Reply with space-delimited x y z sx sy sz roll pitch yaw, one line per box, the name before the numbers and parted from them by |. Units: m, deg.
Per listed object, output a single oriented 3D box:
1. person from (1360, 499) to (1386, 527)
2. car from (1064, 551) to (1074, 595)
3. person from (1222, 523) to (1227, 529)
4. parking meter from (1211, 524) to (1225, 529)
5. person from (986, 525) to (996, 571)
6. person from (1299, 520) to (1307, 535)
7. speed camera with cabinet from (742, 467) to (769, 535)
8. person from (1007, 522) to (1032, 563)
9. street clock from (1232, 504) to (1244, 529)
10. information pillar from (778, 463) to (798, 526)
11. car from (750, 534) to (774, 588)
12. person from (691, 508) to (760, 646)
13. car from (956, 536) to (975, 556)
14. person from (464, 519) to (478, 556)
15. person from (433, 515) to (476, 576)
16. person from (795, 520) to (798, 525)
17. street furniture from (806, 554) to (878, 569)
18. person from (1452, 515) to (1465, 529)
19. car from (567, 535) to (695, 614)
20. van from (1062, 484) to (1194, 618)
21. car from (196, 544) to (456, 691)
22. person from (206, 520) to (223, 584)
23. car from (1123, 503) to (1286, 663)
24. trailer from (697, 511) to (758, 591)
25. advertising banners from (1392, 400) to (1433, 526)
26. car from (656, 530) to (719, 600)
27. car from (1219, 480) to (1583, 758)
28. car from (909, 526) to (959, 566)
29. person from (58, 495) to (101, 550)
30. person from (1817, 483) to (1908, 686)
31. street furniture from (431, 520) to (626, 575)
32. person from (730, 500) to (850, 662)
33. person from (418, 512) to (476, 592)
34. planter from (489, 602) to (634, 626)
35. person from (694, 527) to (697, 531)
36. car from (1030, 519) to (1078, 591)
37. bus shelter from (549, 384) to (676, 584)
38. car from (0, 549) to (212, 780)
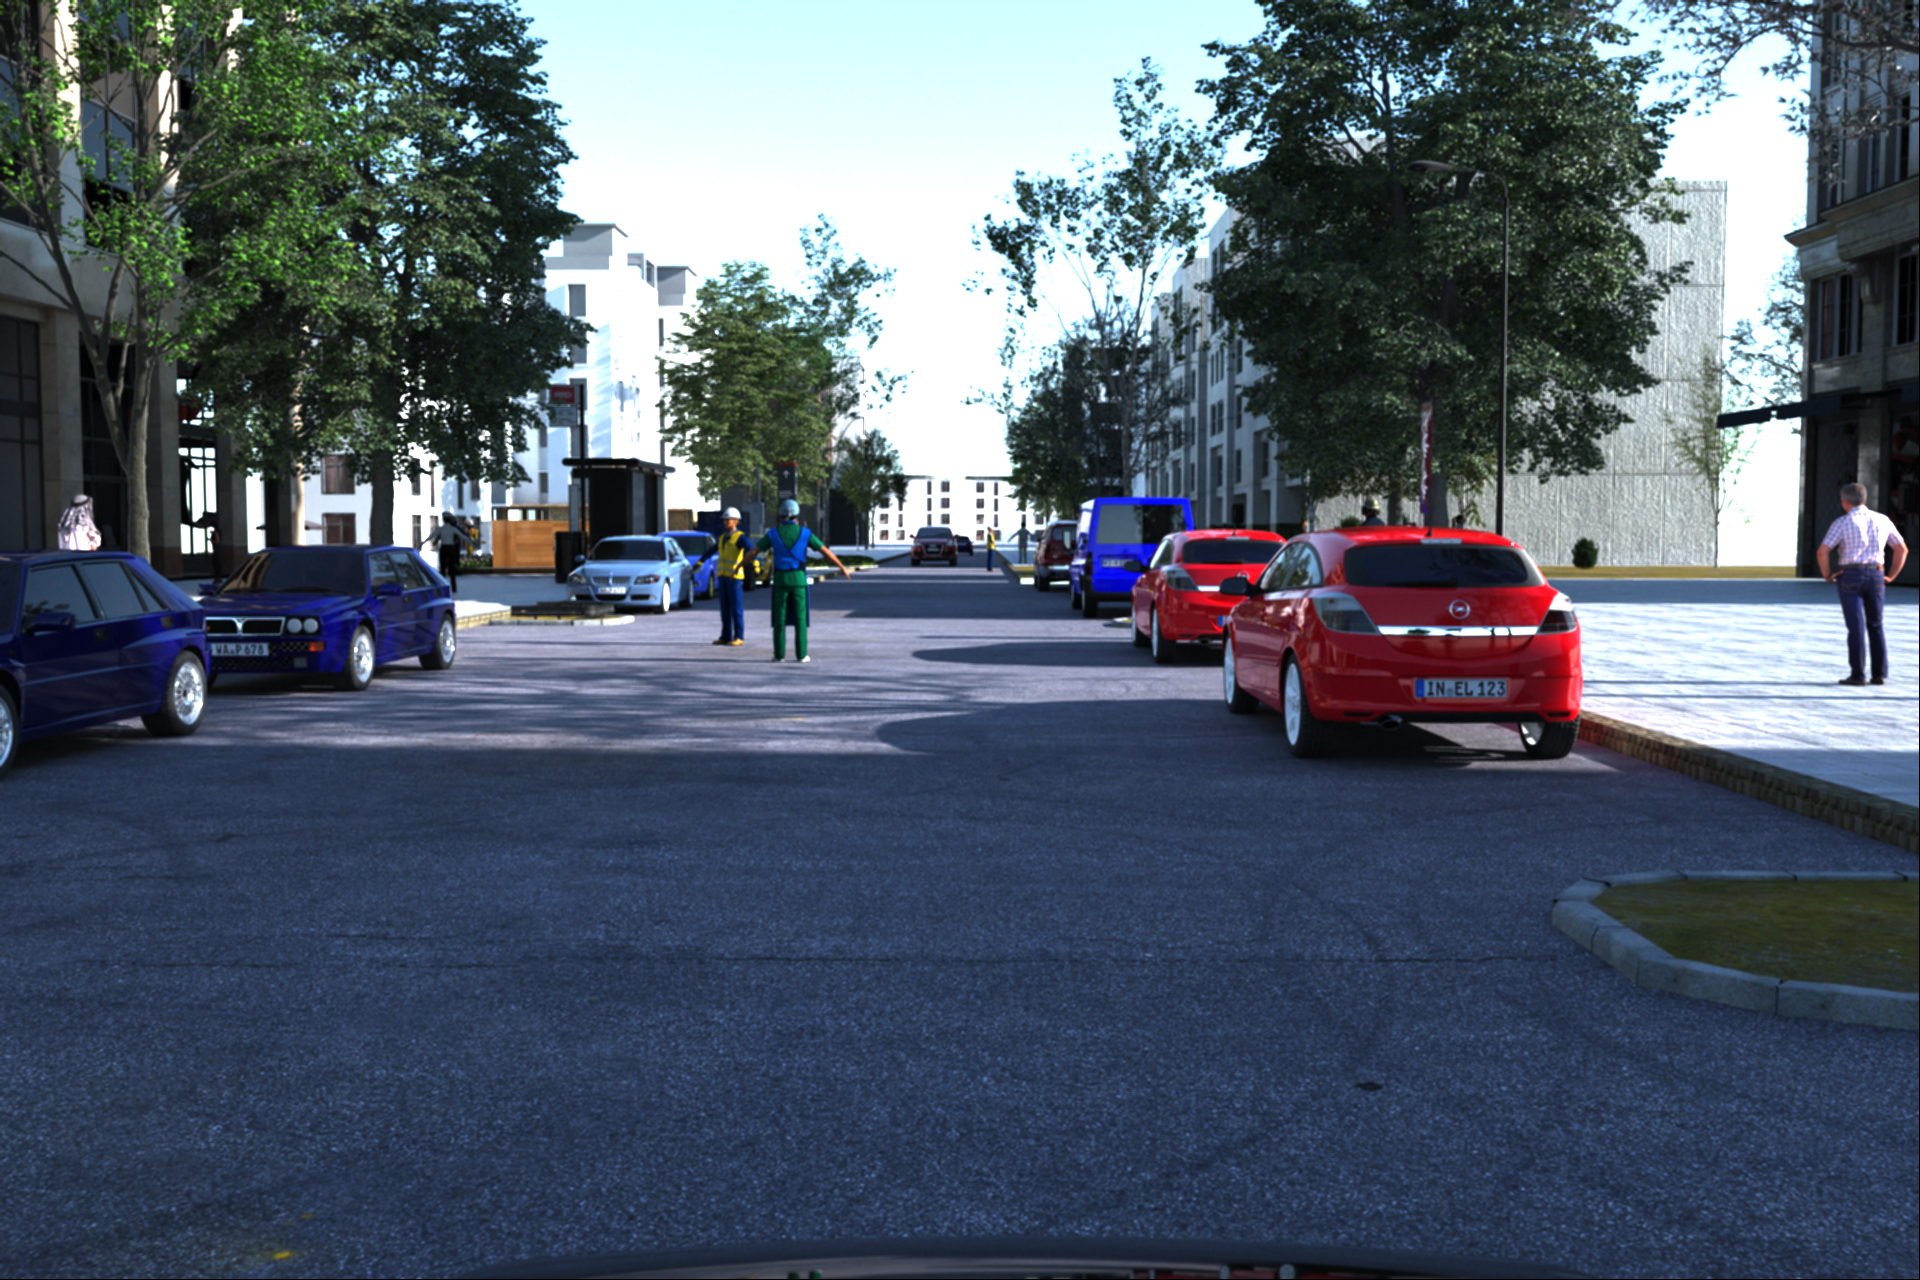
person | 6.550 -1.339 27.766 1.351 1.845 0.704 -3 5 -43
car | 3.418 -1.827 39.653 2.009 1.686 4.222 0 4 1
person | 12.577 -4.661 82.338 1.348 1.813 0.705 -3 4 -36
parking meter | 6.700 -2.235 44.952 0.372 1.533 0.369 0 3 0
person | 1.234 -3.518 66.443 0.721 1.772 1.216 0 4 -6
person | 13.127 -3.666 66.082 0.704 1.812 1.346 0 4 6
speed camera with cabinet | -6.072 -3.494 51.468 0.660 3.252 2.038 0 4 2
person | 2.744 -4.268 75.966 1.347 1.806 0.705 -1 4 -19
street clock | 6.620 -2.246 41.298 0.358 2.002 0.471 0 4 0
information pillar | -6.301 -4.527 63.389 0.750 3.857 0.750 0 4 2
car | -5.895 -2.277 47.455 2.015 1.641 3.980 0 4 0
person | -3.010 -0.819 22.320 1.216 1.772 0.721 3 4 39
car | 0.018 -6.311 115.768 1.945 1.354 3.894 0 4 0
person | -18.901 -3.726 66.694 0.705 1.858 1.354 -2 4 -24
person | -15.539 -2.898 53.162 1.354 1.856 0.705 0 4 3
person | -5.053 -2.874 53.792 0.721 1.733 1.217 -2 4 -30
street furniture | -8.322 -3.148 67.091 10.072 0.657 5.734 0 4 3
person | 11.826 -2.072 40.708 0.721 1.735 1.217 1 4 12
car | -6.091 -1.250 32.442 2.014 1.417 4.499 0 4 0
van | 3.050 -1.648 31.323 2.240 2.365 5.245 0 4 -1
car | -6.281 -0.271 17.017 1.945 1.354 3.894 0 4 1
person | -19.035 -2.243 44.188 0.593 1.643 0.415 2 4 33
car | 3.063 -0.711 20.663 2.155 1.783 4.494 0 4 1
trailer | -5.937 -2.201 43.033 1.471 1.999 3.904 0 4 0
advertising banners | 6.170 -1.686 23.749 0.090 3.025 2.074 0 4 0
car | -6.210 -1.786 38.786 1.945 1.707 3.694 0 4 1
car | 3.026 -0.216 12.572 2.155 1.783 4.494 0 4 0
car | -1.162 -4.318 79.277 2.281 1.827 5.304 0 4 1
person | -10.327 -0.833 20.330 0.551 1.740 0.621 1 4 11
person | 7.620 -0.474 14.725 0.756 1.711 0.436 0 4 7
street furniture | -14.950 -3.203 59.227 11.010 1.723 9.812 -1 4 -19
person | -1.906 -0.663 19.422 1.347 1.817 0.704 0 4 -5
person | -11.297 -1.938 38.148 1.216 1.778 0.721 -1 4 -18
planter | -6.369 -0.423 28.064 1.991 0.319 1.994 0 4 1
person | -7.667 -2.769 51.200 1.347 1.837 0.705 3 4 36
car | 2.968 -2.211 44.823 2.281 1.827 5.304 0 4 1
bus shelter | -9.882 -4.370 49.085 2.179 5.291 8.768 0 4 0
car | -6.351 0.094 11.042 1.945 1.354 3.894 0 4 1
